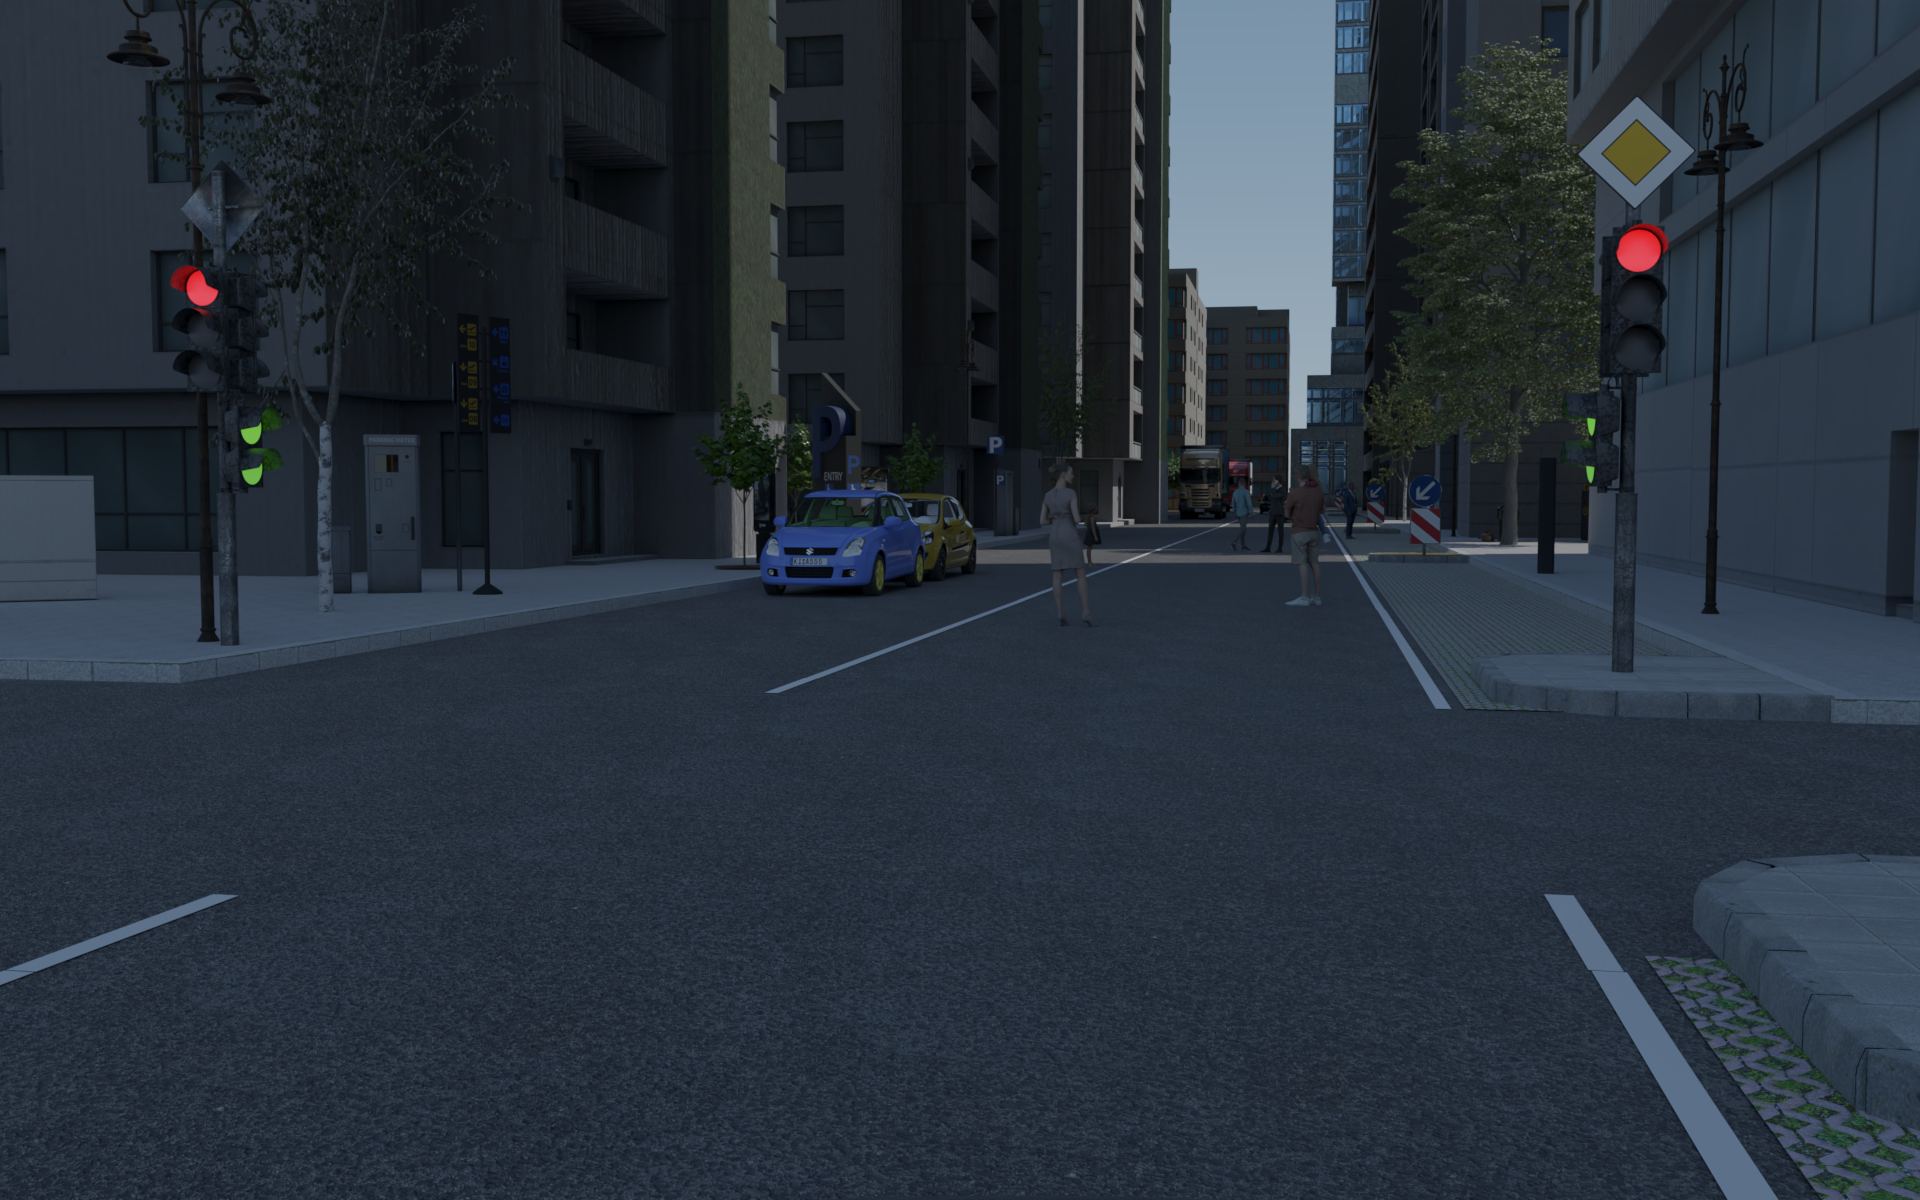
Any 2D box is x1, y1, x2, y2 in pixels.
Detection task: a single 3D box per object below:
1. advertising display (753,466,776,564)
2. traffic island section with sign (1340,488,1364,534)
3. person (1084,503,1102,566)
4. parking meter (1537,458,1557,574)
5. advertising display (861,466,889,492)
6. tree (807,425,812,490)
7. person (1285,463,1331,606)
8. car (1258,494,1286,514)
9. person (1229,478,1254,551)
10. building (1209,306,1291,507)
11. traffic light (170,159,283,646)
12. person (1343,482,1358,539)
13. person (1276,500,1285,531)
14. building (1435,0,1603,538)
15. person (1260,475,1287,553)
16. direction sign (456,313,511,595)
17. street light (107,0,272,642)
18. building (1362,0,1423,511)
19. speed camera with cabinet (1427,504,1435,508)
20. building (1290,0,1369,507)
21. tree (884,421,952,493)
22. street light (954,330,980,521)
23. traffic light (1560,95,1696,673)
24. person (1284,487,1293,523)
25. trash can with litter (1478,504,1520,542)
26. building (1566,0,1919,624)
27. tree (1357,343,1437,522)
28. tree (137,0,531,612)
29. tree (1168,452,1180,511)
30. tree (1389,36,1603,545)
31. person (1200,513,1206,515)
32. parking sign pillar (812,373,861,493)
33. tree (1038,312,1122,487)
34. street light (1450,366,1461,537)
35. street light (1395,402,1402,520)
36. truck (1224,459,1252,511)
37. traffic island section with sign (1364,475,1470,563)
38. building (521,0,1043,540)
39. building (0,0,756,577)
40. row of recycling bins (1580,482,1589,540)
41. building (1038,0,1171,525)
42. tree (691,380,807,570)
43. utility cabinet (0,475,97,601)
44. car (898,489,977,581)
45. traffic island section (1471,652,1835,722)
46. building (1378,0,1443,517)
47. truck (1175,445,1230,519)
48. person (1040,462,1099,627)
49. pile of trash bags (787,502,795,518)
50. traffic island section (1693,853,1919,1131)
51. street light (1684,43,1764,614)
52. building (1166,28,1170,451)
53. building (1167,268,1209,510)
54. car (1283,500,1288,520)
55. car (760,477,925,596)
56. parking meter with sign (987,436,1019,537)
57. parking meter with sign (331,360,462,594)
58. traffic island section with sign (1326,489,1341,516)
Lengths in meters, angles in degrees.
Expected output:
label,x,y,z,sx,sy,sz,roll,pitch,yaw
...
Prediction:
label,x,y,z,sx,sy,sz,roll,pitch,yaw
advertising display,-3.578,-1.619,31.681,0.123,1.923,0.974,-2,4,-24
traffic island section with sign,14.996,-3.330,63.077,1.989,1.847,2.006,1,4,11
person,2.638,-1.296,34.367,0.373,1.253,0.362,0,4,0
parking meter,9.477,-1.362,27.972,0.255,1.863,0.399,1,4,17
advertising display,-2.130,-2.147,40.315,0.974,1.923,0.123,0,4,6
tree,-3.786,-2.829,40.859,1.663,3.219,1.824,0,3,0
person,4.488,-0.849,22.356,0.573,1.828,0.580,1,4,17
car,22.301,-6.976,123.848,2.009,1.686,4.222,1,4,10
person,7.047,-2.158,43.641,0.748,1.841,0.638,-1,4,-23
building,20.352,-20.784,184.854,28.899,21.520,27.650,1,4,11
traffic light,-6.179,-1.569,14.575,0.839,4.253,0.868,1,4,11
person,12.386,-2.832,54.983,0.419,1.800,0.721,3,4,38
person,12.383,-3.601,67.712,0.374,1.781,0.599,-2,4,-35
building,27.981,-31.725,60.704,21.231,58.520,28.212,1,4,11
person,7.689,-2.108,42.328,0.474,1.900,0.648,-2,4,-27
direction sign,-6.053,-1.840,22.086,0.379,3.537,0.876,2,4,32
street light,-6.542,-2.576,14.898,0.468,5.910,1.993,1,4,11
building,39.062,-30.256,118.386,21.300,48.544,21.600,1,4,11
speed camera with cabinet,23.577,-5.470,83.766,2.038,3.252,0.660,0,4,4
building,49.802,-52.766,175.395,31.000,86.520,22.319,1,4,11
tree,-1.275,-3.155,46.194,1.663,3.219,1.824,0,3,0
street light,0.209,-4.653,48.858,0.468,5.910,1.993,1,4,11
traffic light,4.767,-1.436,12.397,0.839,4.253,0.868,1,4,11
person,16.498,-4.720,86.077,0.834,1.777,0.661,2,4,25
trash can with litter,14.428,-2.141,46.396,1.055,1.170,0.624,2,4,34
building,22.845,-26.335,19.817,27.495,52.752,28.713,1,4,11
tree,20.719,-7.973,80.727,4.737,8.622,4.395,0,3,0
tree,-6.875,-4.188,18.839,4.360,8.622,3.978,0,3,0
tree,16.357,-9.129,132.979,4.285,4.588,4.351,0,3,0
tree,14.320,-7.678,43.663,7.486,12.596,7.792,0,3,0
person,16.485,-6.667,117.959,0.568,1.767,0.683,-3,4,-36
parking sign pillar,-2.715,-3.032,38.051,1.447,3.967,1.447,-3,5,-39
tree,4.321,-7.386,71.131,4.737,8.622,4.395,0,3,0
street light,14.867,-4.844,51.993,0.468,5.910,1.993,1,4,11
street light,21.581,-6.883,85.317,0.468,5.910,1.993,1,4,11
truck,22.445,-9.312,141.169,2.839,4.237,11.283,1,4,11
traffic island section with sign,9.680,-1.714,36.649,1.989,1.847,2.006,1,4,11
building,-5.154,-17.578,59.096,14.160,30.474,14.107,1,4,11
building,-12.099,-15.947,32.441,14.160,30.474,14.107,1,4,11
row of recycling bins,17.394,-2.423,46.730,1.069,1.692,3.534,1,4,15
building,2.289,-24.315,81.149,14.154,41.232,14.086,1,4,11
tree,-3.829,-2.144,29.649,1.663,3.219,1.824,0,3,0
utility cabinet,-11.009,-0.738,20.738,1.173,1.500,0.318,-2,4,-27
car,-0.855,-1.200,29.844,2.015,1.641,3.980,1,4,12
traffic island section,4.805,0.598,12.503,2.009,0.180,2.903,1,4,11
building,34.813,-40.275,96.754,20.563,71.187,20.611,1,4,11
truck,14.285,-6.869,101.229,2.839,4.237,11.283,1,4,11
person,1.183,-0.607,18.768,0.599,1.781,0.374,3,5,39
pile of trash bags,-5.268,-2.238,46.343,3.447,1.369,1.912,-3,5,-41
traffic island section,3.229,1.077,4.675,2.009,0.180,2.903,1,4,11
street light,8.044,-2.789,18.392,0.468,5.910,1.993,1,4,11
building,7.411,-28.957,123.564,14.600,45.320,14.200,1,4,11
building,6.239,-18.784,152.153,28.899,21.520,27.650,1,4,11
car,18.935,-5.285,96.634,2.015,1.641,3.980,1,4,13
car,-1.692,-0.977,25.559,1.945,1.707,3.694,1,4,12
parking meter with sign,1.352,-3.457,52.780,0.543,3.016,1.738,1,4,19
parking meter with sign,-7.388,-1.606,22.518,1.738,3.016,0.543,-1,4,-18
traffic island section with sign,24.894,-6.339,112.264,1.989,1.847,2.006,1,4,11
